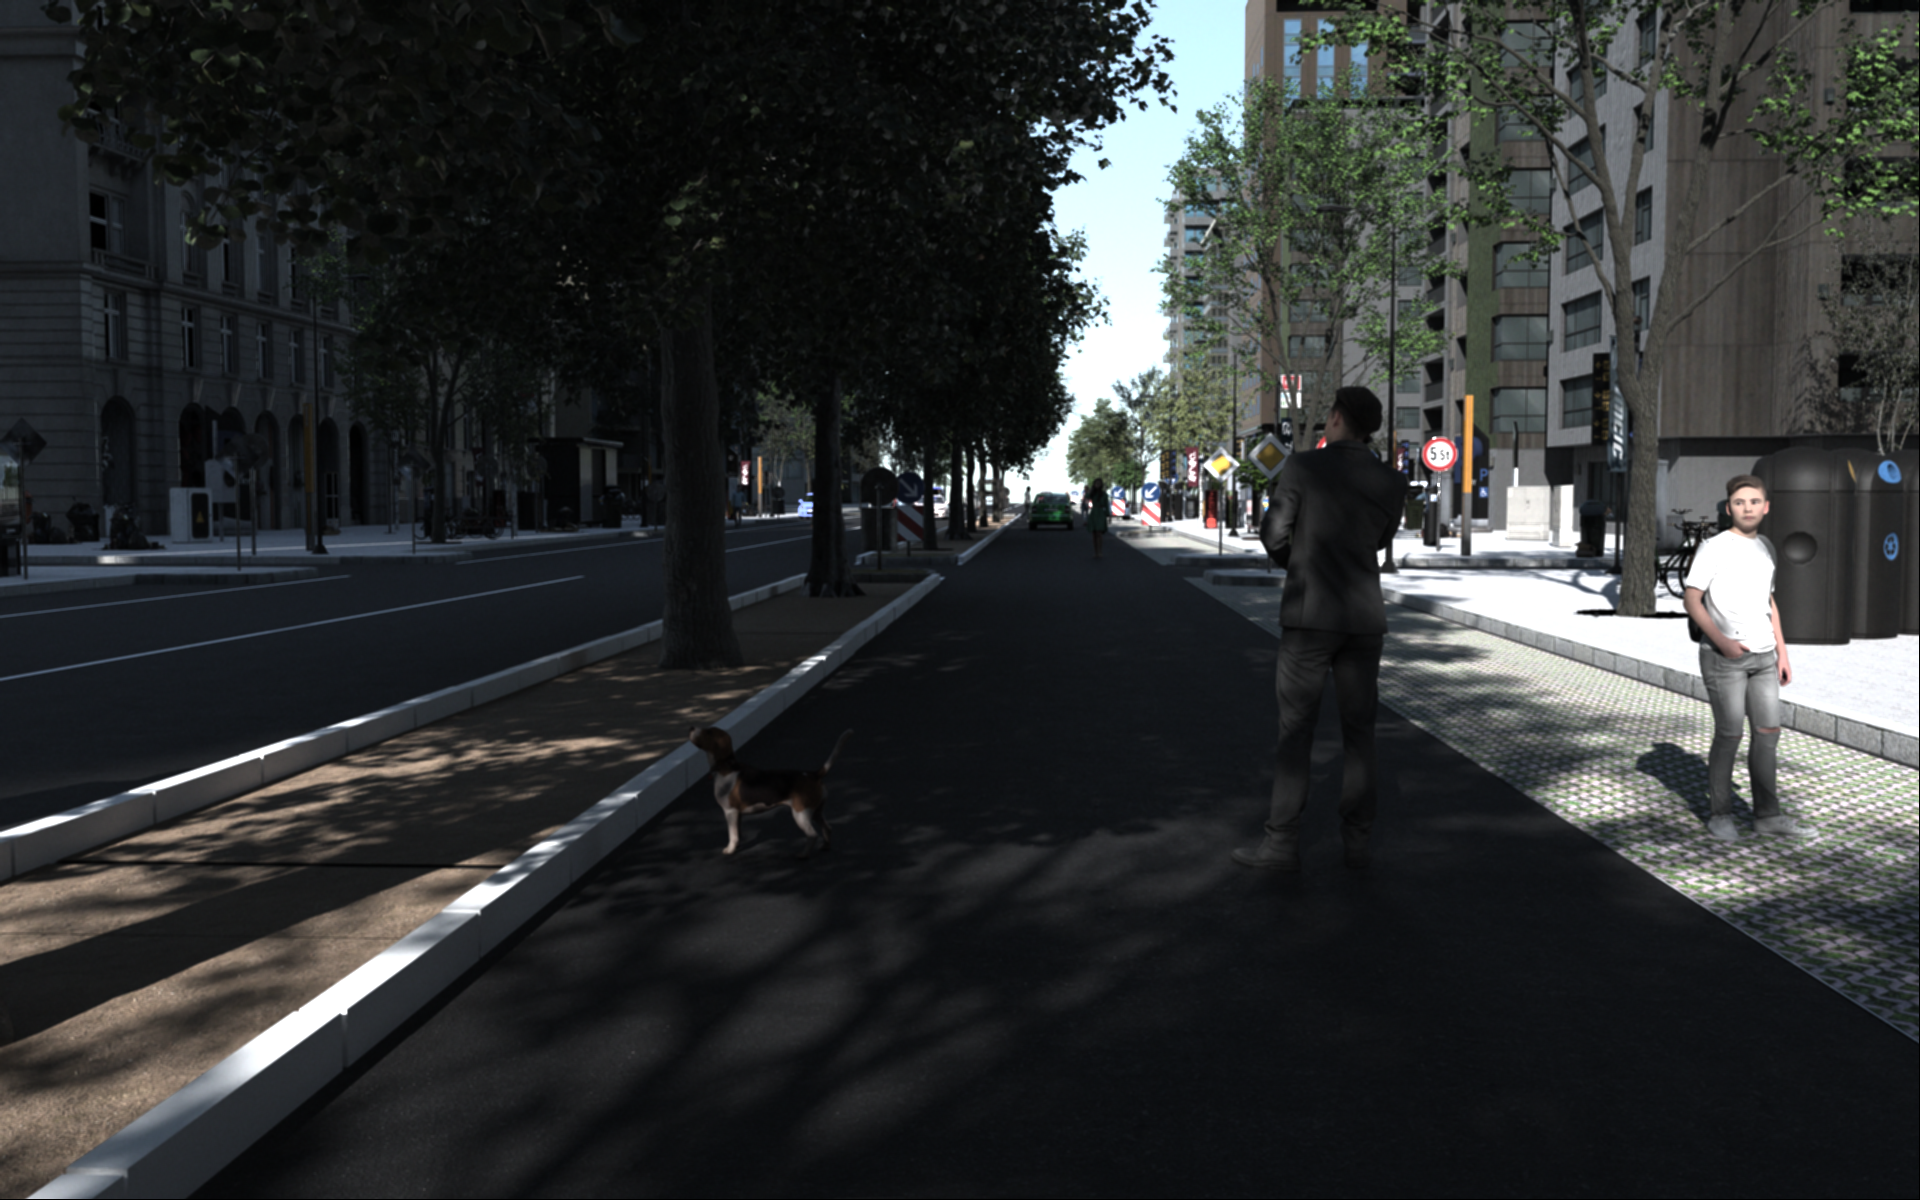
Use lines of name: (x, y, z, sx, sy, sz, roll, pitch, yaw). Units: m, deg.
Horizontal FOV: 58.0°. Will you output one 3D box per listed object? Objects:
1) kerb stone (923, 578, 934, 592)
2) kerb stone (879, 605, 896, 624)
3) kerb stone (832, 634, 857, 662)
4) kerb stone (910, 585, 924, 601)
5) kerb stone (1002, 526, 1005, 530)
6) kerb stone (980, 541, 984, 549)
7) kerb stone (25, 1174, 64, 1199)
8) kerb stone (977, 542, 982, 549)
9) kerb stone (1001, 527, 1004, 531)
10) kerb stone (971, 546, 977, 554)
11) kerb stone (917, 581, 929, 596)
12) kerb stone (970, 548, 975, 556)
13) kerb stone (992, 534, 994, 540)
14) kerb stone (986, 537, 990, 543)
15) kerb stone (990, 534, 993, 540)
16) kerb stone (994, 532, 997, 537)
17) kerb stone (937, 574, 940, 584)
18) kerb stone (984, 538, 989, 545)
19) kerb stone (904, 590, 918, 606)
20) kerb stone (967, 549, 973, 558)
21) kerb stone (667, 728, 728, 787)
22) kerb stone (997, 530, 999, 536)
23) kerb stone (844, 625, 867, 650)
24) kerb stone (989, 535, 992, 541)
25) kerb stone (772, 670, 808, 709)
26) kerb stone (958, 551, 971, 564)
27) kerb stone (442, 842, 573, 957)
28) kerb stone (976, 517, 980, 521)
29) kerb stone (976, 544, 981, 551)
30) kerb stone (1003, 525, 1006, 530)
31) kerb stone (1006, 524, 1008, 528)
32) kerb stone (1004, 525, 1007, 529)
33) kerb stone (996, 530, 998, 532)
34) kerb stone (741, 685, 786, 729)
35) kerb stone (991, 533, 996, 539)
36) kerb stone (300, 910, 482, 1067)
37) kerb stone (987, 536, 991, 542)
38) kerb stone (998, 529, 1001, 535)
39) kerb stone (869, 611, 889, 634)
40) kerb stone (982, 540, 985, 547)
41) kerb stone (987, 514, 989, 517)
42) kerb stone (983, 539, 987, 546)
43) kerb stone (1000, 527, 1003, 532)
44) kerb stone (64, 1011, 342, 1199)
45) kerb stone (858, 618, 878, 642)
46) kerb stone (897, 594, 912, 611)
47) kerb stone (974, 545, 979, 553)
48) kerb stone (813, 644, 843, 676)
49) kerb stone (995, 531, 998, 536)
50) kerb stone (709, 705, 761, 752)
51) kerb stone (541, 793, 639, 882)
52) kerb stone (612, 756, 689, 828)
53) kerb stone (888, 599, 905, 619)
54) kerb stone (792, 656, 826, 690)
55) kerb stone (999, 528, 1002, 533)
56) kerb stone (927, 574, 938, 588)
kerb stone: (-0.513, -0.182, 25.301, 0.120, 0.150, 1.000, 0, 4, 3)
kerb stone: (-0.835, 0.187, 19.155, 0.120, 0.150, 1.000, 0, 4, 3)
kerb stone: (-1.034, 0.438, 15.070, 0.120, 0.150, 1.000, 0, 4, 3)
kerb stone: (-0.613, -0.065, 23.252, 0.120, 0.150, 1.000, 0, 4, 3)
kerb stone: (1.475, -2.540, 63.770, 0.120, 0.150, 1.000, 0, 4, 3)
kerb stone: (0.469, -1.352, 44.303, 0.120, 0.150, 1.000, 0, 4, 3)
kerb stone: (-1.662, 1.190, 2.774, 0.120, 0.150, 1.000, 0, 4, 3)
kerb stone: (0.419, -1.290, 43.283, 0.120, 0.150, 1.000, 0, 4, 3)
kerb stone: (1.420, -2.473, 62.734, 0.120, 0.150, 1.000, 0, 4, 3)
kerb stone: (0.256, -1.101, 40.202, 0.120, 0.150, 1.000, 0, 4, 3)
kerb stone: (-0.570, -0.127, 24.274, 0.120, 0.150, 1.000, 0, 4, 3)
kerb stone: (0.210, -1.034, 39.173, 0.120, 0.150, 1.000, 0, 4, 3)
kerb stone: (0.890, -1.849, 52.493, 0.120, 0.150, 1.000, 0, 4, 3)
kerb stone: (0.682, -1.599, 48.409, 0.120, 0.150, 1.000, 0, 4, 3)
kerb stone: (0.836, -1.791, 51.472, 0.120, 0.150, 1.000, 0, 4, 3)
kerb stone: (0.997, -1.978, 54.535, 0.120, 0.150, 1.000, 0, 4, 3)
kerb stone: (-0.406, -0.315, 27.342, 0.120, 0.150, 1.000, 0, 4, 3)
kerb stone: (0.635, -1.536, 47.378, 0.120, 0.150, 1.000, 0, 4, 3)
kerb stone: (-0.667, 0.001, 22.223, 0.120, 0.150, 1.000, 0, 4, 3)
kerb stone: (0.156, -0.975, 38.140, 0.120, 0.150, 1.000, 0, 4, 3)
kerb stone: (-1.358, 0.815, 8.913, 0.120, 0.150, 1.000, 0, 4, 3)
kerb stone: (1.152, -2.158, 57.602, 0.120, 0.150, 1.000, 0, 4, 3)
kerb stone: (-0.997, 0.373, 16.092, 0.120, 0.150, 1.000, 0, 4, 3)
kerb stone: (0.778, -1.728, 50.451, 0.120, 0.150, 1.000, 0, 4, 3)
kerb stone: (-1.196, 0.628, 11.989, 0.120, 0.150, 1.000, 0, 4, 3)
kerb stone: (0.098, -0.910, 37.115, 0.120, 0.150, 1.000, 0, 4, 3)
kerb stone: (-1.513, 1.000, 5.846, 0.120, 0.150, 1.000, 0, 4, 3)
kerb stone: (1.113, -4.607, 97.595, 0.120, 0.150, 1.000, 0, 4, 3)
kerb stone: (0.365, -1.223, 42.259, 0.120, 0.150, 1.000, 0, 4, 3)
kerb stone: (1.576, -2.665, 65.811, 0.120, 0.150, 1.000, 0, 4, 3)
kerb stone: (1.728, -2.855, 68.877, 0.120, 0.150, 1.000, 0, 4, 3)
kerb stone: (1.632, -2.730, 66.831, 0.120, 0.150, 1.000, 0, 4, 3)
kerb stone: (1.096, -2.103, 56.577, 0.120, 0.150, 1.000, 0, 4, 3)
kerb stone: (-1.251, 0.687, 10.961, 0.120, 0.150, 1.000, 0, 4, 3)
kerb stone: (0.944, -1.915, 53.513, 0.120, 0.150, 1.000, 0, 4, 3)
kerb stone: (-1.564, 1.065, 4.825, 0.120, 0.150, 1.000, 0, 4, 3)
kerb stone: (0.733, -1.666, 49.429, 0.120, 0.150, 1.000, 0, 4, 3)
kerb stone: (1.214, -2.225, 58.635, 0.120, 0.150, 1.000, 0, 4, 3)
kerb stone: (-0.877, 0.248, 18.133, 0.120, 0.150, 1.000, 0, 4, 3)
kerb stone: (0.521, -1.415, 45.330, 0.120, 0.150, 1.000, 0, 4, 3)
kerb stone: (1.740, -5.358, 109.878, 0.120, 0.150, 1.000, 0, 4, 3)
kerb stone: (0.568, -1.478, 46.358, 0.120, 0.150, 1.000, 0, 4, 3)
kerb stone: (1.363, -2.417, 61.713, 0.120, 0.150, 1.000, 0, 4, 3)
kerb stone: (-1.620, 1.127, 3.804, 0.120, 0.150, 1.000, 0, 4, 3)
kerb stone: (-0.940, 0.311, 17.113, 0.120, 0.150, 1.000, 0, 4, 3)
kerb stone: (-0.722, 0.061, 21.202, 0.120, 0.150, 1.000, 0, 4, 3)
kerb stone: (0.310, -1.164, 41.224, 0.120, 0.150, 1.000, 0, 4, 3)
kerb stone: (-1.090, 0.498, 14.049, 0.120, 0.150, 1.000, 0, 4, 3)
kerb stone: (1.049, -2.037, 55.556, 0.120, 0.150, 1.000, 0, 4, 3)
kerb stone: (-1.299, 0.750, 9.934, 0.120, 0.150, 1.000, 0, 4, 3)
kerb stone: (-1.462, 0.938, 6.867, 0.120, 0.150, 1.000, 0, 4, 3)
kerb stone: (-1.413, 0.875, 7.892, 0.120, 0.150, 1.000, 0, 4, 3)
kerb stone: (-0.773, 0.123, 20.181, 0.120, 0.150, 1.000, 0, 4, 3)
kerb stone: (-1.148, 0.561, 13.020, 0.120, 0.150, 1.000, 0, 4, 3)
kerb stone: (1.315, -2.354, 60.680, 0.120, 0.150, 1.000, 0, 4, 3)
kerb stone: (-0.462, -0.252, 26.321, 0.120, 0.150, 1.000, 0, 4, 3)
